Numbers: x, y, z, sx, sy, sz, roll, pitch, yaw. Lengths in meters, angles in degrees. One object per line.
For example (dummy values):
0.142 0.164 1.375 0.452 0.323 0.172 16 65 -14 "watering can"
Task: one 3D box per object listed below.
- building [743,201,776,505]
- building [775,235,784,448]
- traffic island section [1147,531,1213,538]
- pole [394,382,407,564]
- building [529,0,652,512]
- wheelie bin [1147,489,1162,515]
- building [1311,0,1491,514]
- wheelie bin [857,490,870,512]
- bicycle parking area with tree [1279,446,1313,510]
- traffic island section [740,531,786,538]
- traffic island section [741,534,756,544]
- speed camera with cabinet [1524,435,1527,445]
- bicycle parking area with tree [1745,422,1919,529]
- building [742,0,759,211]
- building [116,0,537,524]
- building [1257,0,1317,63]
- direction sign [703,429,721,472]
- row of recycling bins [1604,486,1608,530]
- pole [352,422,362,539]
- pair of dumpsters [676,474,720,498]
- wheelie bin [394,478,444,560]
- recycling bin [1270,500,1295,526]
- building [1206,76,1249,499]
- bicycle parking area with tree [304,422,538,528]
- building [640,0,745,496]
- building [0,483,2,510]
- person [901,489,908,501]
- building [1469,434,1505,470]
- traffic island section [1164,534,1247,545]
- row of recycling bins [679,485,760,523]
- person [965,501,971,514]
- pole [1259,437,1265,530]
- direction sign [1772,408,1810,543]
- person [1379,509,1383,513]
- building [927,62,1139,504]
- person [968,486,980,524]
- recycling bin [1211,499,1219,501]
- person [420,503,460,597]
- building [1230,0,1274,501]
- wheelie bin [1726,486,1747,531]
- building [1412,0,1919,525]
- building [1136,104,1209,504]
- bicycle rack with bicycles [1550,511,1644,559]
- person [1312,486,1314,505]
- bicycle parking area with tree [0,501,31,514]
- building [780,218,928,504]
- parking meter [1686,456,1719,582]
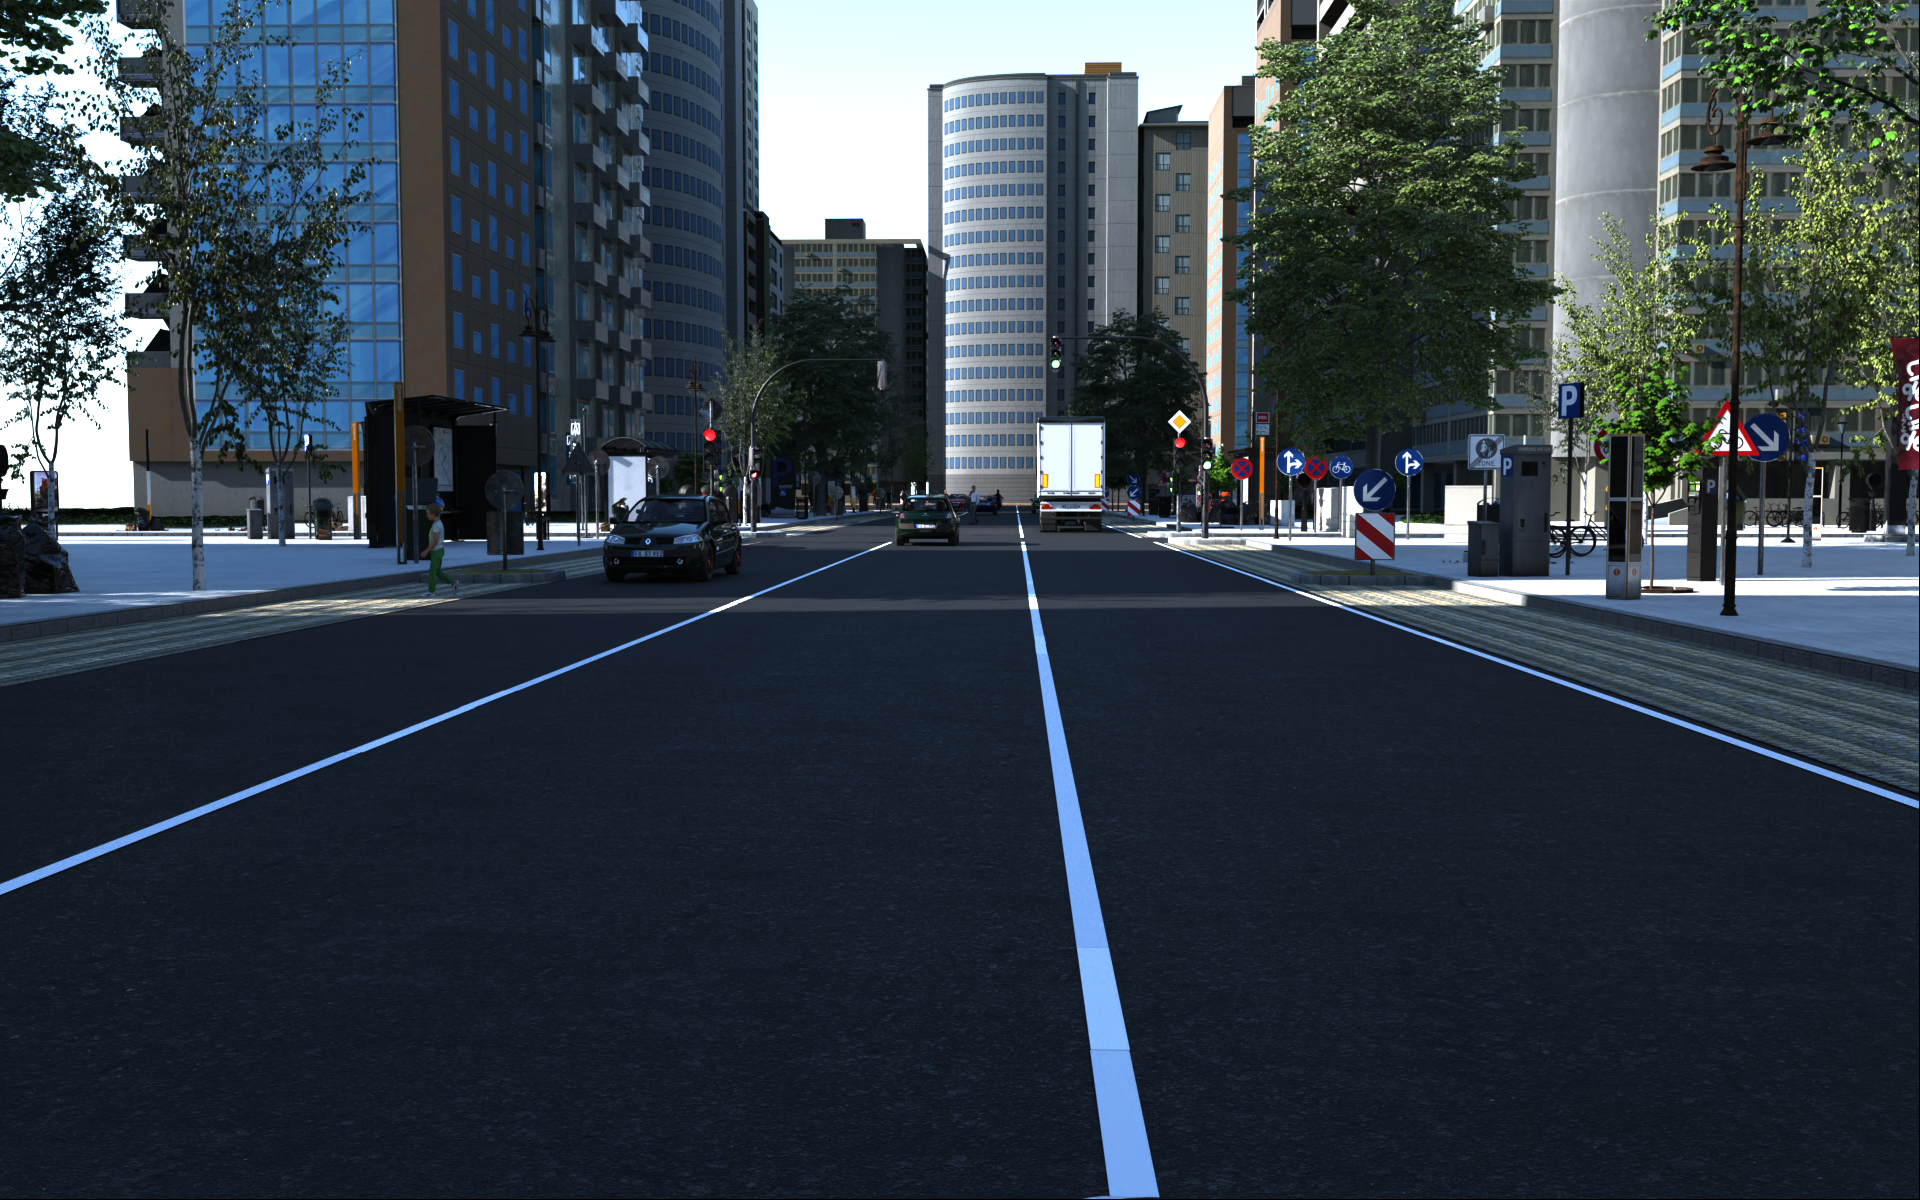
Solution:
-26.440 -24.356 169.917 14.160 30.474 14.107 0 4 2 "building"
-26.608 -25.523 189.001 14.107 30.474 14.160 0 4 2 "building"
7.349 -2.188 58.060 2.009 0.180 2.903 0 4 2 "traffic island section"
-10.207 -2.308 31.576 0.158 3.312 0.155 0 3 0 "pole"
-32.656 -30.056 111.018 23.786 49.044 30.456 0 4 2 "building"
11.945 -6.026 106.426 0.980 1.594 0.693 1 4 15 "wheelie bin"
36.797 -30.256 118.383 21.300 48.544 21.600 0 4 2 "building"
-7.082 -7.308 127.398 0.980 1.594 0.693 -1 4 -12 "wheelie bin"
19.789 -7.277 105.988 9.016 4.147 8.231 2 4 29 "bicycle parking area with tree"
-6.985 -2.216 58.516 2.009 0.180 2.903 0 4 2 "traffic island section"
-7.236 -1.728 50.535 2.009 0.180 2.903 0 4 2 "traffic island section"
19.176 -3.957 59.041 0.660 3.252 2.038 2 4 28 "speed camera with cabinet"
35.623 -4.858 66.427 9.016 4.147 8.231 0 4 5 "bicycle parking area with tree"
-39.551 -49.096 240.966 20.611 71.187 20.563 0 4 2 "building"
-28.740 -26.337 80.722 14.600 45.320 14.200 0 4 2 "building"
33.758 -30.686 151.834 14.600 45.320 14.200 0 4 2 "building"
-8.709 -4.214 60.897 0.379 3.537 0.876 3 4 36 "direction sign"
22.911 -3.239 60.070 1.069 1.692 3.534 1 4 19 "row of recycling bins"
-17.092 -3.376 49.044 0.158 3.312 0.155 0 3 0 "pole"
-12.316 -4.857 81.905 1.574 2.255 4.437 0 4 2 "pair of dumpsters"
-10.517 -1.580 33.743 0.980 1.594 0.693 0 4 -7 "wheelie bin"
13.022 -3.508 69.905 0.722 1.027 0.722 -2 4 -27 "recycling bin"
34.322 -32.812 186.579 14.600 45.320 14.200 0 4 2 "building"
-21.067 -4.988 68.563 8.231 4.147 9.016 1 4 13 "bicycle parking area with tree"
-31.165 -37.069 148.079 21.231 58.520 28.212 0 4 2 "building"
-63.174 -39.445 83.170 20.611 71.187 20.563 0 4 2 "building"
-3.932 -7.148 125.333 0.822 1.834 0.622 2 4 26 "person"
73.058 -33.745 235.323 14.086 41.232 14.154 0 4 2 "building"
7.098 -1.700 50.079 2.009 0.180 2.903 0 4 2 "traffic island section"
-10.534 -4.205 75.867 3.534 1.692 1.069 -1 4 -13 "row of recycling bins"
0.640 -6.825 125.591 0.738 1.151 1.012 -3 4 -39 "person"
10.776 -4.156 61.796 0.158 3.312 0.155 0 3 0 "pole"
21.864 -3.280 45.630 0.876 3.537 0.379 3 4 37 "direction sign"
11.041 -2.461 46.119 0.661 1.843 0.795 2 4 32 "person"
9.782 -42.701 240.166 28.212 58.520 21.231 0 4 2 "building"
0.636 -4.479 81.838 0.679 1.850 0.850 3 4 36 "person"
12.934 -4.651 88.594 0.722 1.027 0.722 2 4 31 "recycling bin"
-7.271 -0.699 24.185 0.590 1.304 0.306 -3 4 -38 "person"
38.057 -44.651 168.291 20.563 71.187 20.611 0 4 2 "building"
27.257 -3.240 60.877 0.693 1.594 0.980 2 4 31 "wheelie bin"
36.571 -24.090 85.751 23.993 40.220 32.217 0 4 2 "building"
37.725 -39.969 242.737 27.495 52.752 28.713 0 4 2 "building"
12.126 -1.359 35.609 2.852 0.926 2.925 -3 5 -40 "bicycle rack with bicycles"
19.905 -5.493 96.528 0.598 1.740 0.731 1 4 15 "person"
-47.445 -5.626 78.992 8.231 4.147 9.016 2 4 28 "bicycle parking area with tree"
-16.459 -33.947 246.910 23.993 40.220 32.217 0 4 2 "building"
10.932 -1.210 25.502 0.399 1.863 0.255 -2 4 -25 "parking meter"
